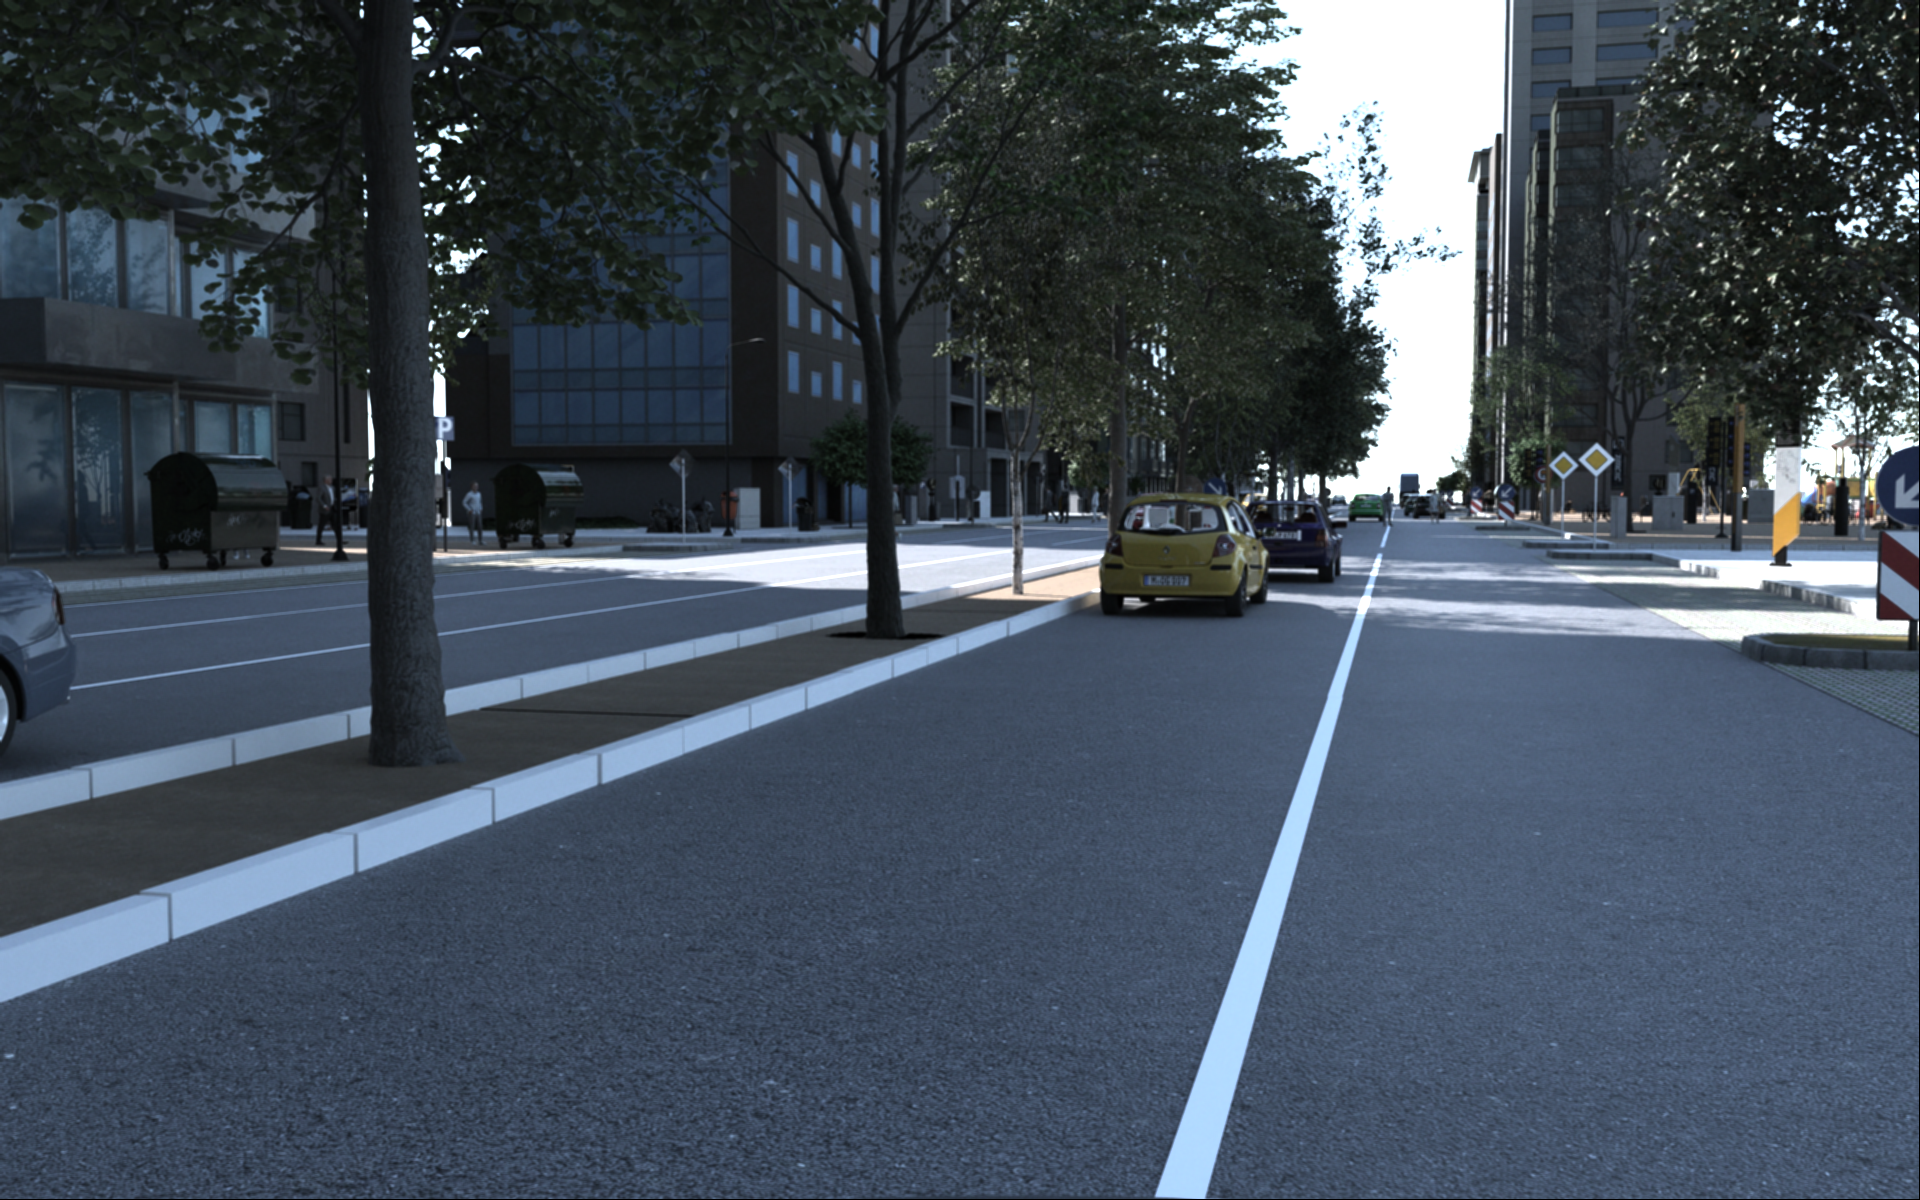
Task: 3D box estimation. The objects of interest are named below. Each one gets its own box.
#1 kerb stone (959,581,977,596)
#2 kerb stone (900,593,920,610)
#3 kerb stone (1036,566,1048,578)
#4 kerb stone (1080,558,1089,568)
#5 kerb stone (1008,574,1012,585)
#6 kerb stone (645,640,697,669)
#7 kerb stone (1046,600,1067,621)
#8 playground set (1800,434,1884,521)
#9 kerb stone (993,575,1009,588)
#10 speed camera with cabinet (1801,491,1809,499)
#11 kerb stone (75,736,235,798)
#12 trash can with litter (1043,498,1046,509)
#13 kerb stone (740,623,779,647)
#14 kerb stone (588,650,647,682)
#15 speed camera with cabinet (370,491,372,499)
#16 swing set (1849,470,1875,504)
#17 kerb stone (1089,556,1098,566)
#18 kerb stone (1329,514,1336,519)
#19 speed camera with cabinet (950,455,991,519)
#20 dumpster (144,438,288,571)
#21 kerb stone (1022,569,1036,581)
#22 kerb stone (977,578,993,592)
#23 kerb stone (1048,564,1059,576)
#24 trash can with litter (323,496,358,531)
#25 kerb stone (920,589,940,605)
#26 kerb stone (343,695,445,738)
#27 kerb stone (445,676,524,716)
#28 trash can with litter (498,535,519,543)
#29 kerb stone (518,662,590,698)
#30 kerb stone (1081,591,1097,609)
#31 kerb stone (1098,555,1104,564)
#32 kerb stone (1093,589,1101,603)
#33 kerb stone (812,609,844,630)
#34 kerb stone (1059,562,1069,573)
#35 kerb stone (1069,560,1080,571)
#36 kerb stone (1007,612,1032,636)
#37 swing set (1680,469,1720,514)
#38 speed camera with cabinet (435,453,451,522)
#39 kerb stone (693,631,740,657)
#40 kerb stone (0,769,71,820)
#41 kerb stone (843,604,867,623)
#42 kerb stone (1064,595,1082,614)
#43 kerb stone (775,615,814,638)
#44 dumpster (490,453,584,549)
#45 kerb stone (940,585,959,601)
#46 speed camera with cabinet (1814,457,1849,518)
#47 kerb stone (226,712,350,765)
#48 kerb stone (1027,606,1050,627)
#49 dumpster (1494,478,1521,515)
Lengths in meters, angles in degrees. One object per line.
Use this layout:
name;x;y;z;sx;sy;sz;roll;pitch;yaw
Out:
kerb stone;0.032;-0.140;24.479;0.120;0.150;1.000;1;4;14
kerb stone;-0.722;0.042;21.505;0.120;0.150;1.000;1;4;14
kerb stone;1.291;-0.443;29.446;0.120;0.150;1.000;1;4;14
kerb stone;2.292;-0.687;33.422;0.120;0.150;1.000;1;4;14
kerb stone;0.786;-0.322;27.463;0.120;0.150;1.000;1;4;14
kerb stone;-2.483;0.471;14.544;0.120;0.150;1.000;1;4;14
kerb stone;1.056;0.136;19.964;0.120;0.150;1.000;1;4;14
playground set;43.580;-5.954;84.135;5.302;4.214;5.637;1;4;13
kerb stone;0.538;-0.261;26.469;0.120;0.150;1.000;1;4;14
speed camera with cabinet;43.912;-5.933;91.336;2.038;3.252;0.660;-3;5;-41
kerb stone;-3.992;0.832;8.598;0.120;0.150;1.000;1;4;14
trash can with litter;6.315;-6.889;124.018;0.624;1.170;1.055;2;4;29
kerb stone;-1.979;0.357;16.530;0.120;0.150;1.000;1;4;14
kerb stone;-2.737;0.533;13.554;0.120;0.150;1.000;1;4;14
speed camera with cabinet;-39.365;-7.213;112.272;2.038;3.252;0.660;1;4;12
swing set;58.156;-6.939;111.069;2.862;2.851;3.119;1;4;22
kerb stone;2.548;-0.747;34.412;0.120;0.150;1.000;1;4;14
kerb stone;22.590;-5.064;104.986;0.120;0.150;1.000;1;4;14
speed camera with cabinet;0.518;-5.757;88.463;2.038;3.252;0.660;-1;4;-15
dumpster;-12.830;-1.675;29.875;1.502;2.255;1.985;1;4;14
kerb stone;1.041;-0.383;28.453;0.120;0.150;1.000;1;4;14
kerb stone;0.281;-0.200;25.471;0.120;0.150;1.000;1;4;14
kerb stone;1.542;-0.504;30.439;0.120;0.150;1.000;1;4;14
trash can with litter;-21.842;-3.070;61.255;1.678;1.210;2.233;0;4;5
kerb stone;-0.475;-0.018;22.497;0.120;0.150;1.000;1;4;14
kerb stone;-3.486;0.710;10.579;0.120;0.150;1.000;1;4;14
kerb stone;-3.233;0.650;11.570;0.120;0.150;1.000;1;4;14
trash can with litter;-11.940;-2.118;46.021;0.624;1.170;1.055;0;4;-5
kerb stone;-2.982;0.589;12.561;0.120;0.150;1.000;1;4;14
kerb stone;1.557;0.015;21.947;0.120;0.150;1.000;1;4;14
kerb stone;2.798;-0.801;35.404;0.120;0.150;1.000;1;4;14
kerb stone;1.807;-0.046;22.942;0.120;0.150;1.000;1;4;14
kerb stone;-1.477;0.225;18.523;0.120;0.150;1.000;1;4;14
kerb stone;1.789;-0.559;31.431;0.120;0.150;1.000;1;4;14
kerb stone;2.050;-0.626;32.429;0.120;0.150;1.000;1;4;14
kerb stone;0.561;0.263;17.975;0.120;0.150;1.000;1;4;14
swing set;46.045;-6.795;108.719;2.862;2.851;3.119;1;4;13
speed camera with cabinet;-23.937;-5.312;81.192;0.660;3.252;2.038;3;5;44
kerb stone;-2.237;0.409;15.540;0.120;0.150;1.000;1;4;14
kerb stone;-4.240;0.898;7.607;0.120;0.150;1.000;1;4;14
kerb stone;-1.228;0.164;19.515;0.120;0.150;1.000;1;4;14
kerb stone;1.303;0.076;20.956;0.120;0.150;1.000;1;4;14
kerb stone;-1.728;0.286;17.528;0.120;0.150;1.000;1;4;14
dumpster;-10.008;-2.351;40.931;1.502;2.255;1.985;1;4;14
kerb stone;-0.224;-0.079;23.488;0.120;0.150;1.000;1;4;14
speed camera with cabinet;46.153;-5.972;91.981;0.660;3.252;2.038;-3;4;-36
kerb stone;-3.738;0.771;9.588;0.120;0.150;1.000;1;4;14
kerb stone;0.805;0.197;18.969;0.120;0.150;1.000;1;4;14
dumpster;33.413;-6.309;105.652;1.502;2.255;1.985;1;4;14
